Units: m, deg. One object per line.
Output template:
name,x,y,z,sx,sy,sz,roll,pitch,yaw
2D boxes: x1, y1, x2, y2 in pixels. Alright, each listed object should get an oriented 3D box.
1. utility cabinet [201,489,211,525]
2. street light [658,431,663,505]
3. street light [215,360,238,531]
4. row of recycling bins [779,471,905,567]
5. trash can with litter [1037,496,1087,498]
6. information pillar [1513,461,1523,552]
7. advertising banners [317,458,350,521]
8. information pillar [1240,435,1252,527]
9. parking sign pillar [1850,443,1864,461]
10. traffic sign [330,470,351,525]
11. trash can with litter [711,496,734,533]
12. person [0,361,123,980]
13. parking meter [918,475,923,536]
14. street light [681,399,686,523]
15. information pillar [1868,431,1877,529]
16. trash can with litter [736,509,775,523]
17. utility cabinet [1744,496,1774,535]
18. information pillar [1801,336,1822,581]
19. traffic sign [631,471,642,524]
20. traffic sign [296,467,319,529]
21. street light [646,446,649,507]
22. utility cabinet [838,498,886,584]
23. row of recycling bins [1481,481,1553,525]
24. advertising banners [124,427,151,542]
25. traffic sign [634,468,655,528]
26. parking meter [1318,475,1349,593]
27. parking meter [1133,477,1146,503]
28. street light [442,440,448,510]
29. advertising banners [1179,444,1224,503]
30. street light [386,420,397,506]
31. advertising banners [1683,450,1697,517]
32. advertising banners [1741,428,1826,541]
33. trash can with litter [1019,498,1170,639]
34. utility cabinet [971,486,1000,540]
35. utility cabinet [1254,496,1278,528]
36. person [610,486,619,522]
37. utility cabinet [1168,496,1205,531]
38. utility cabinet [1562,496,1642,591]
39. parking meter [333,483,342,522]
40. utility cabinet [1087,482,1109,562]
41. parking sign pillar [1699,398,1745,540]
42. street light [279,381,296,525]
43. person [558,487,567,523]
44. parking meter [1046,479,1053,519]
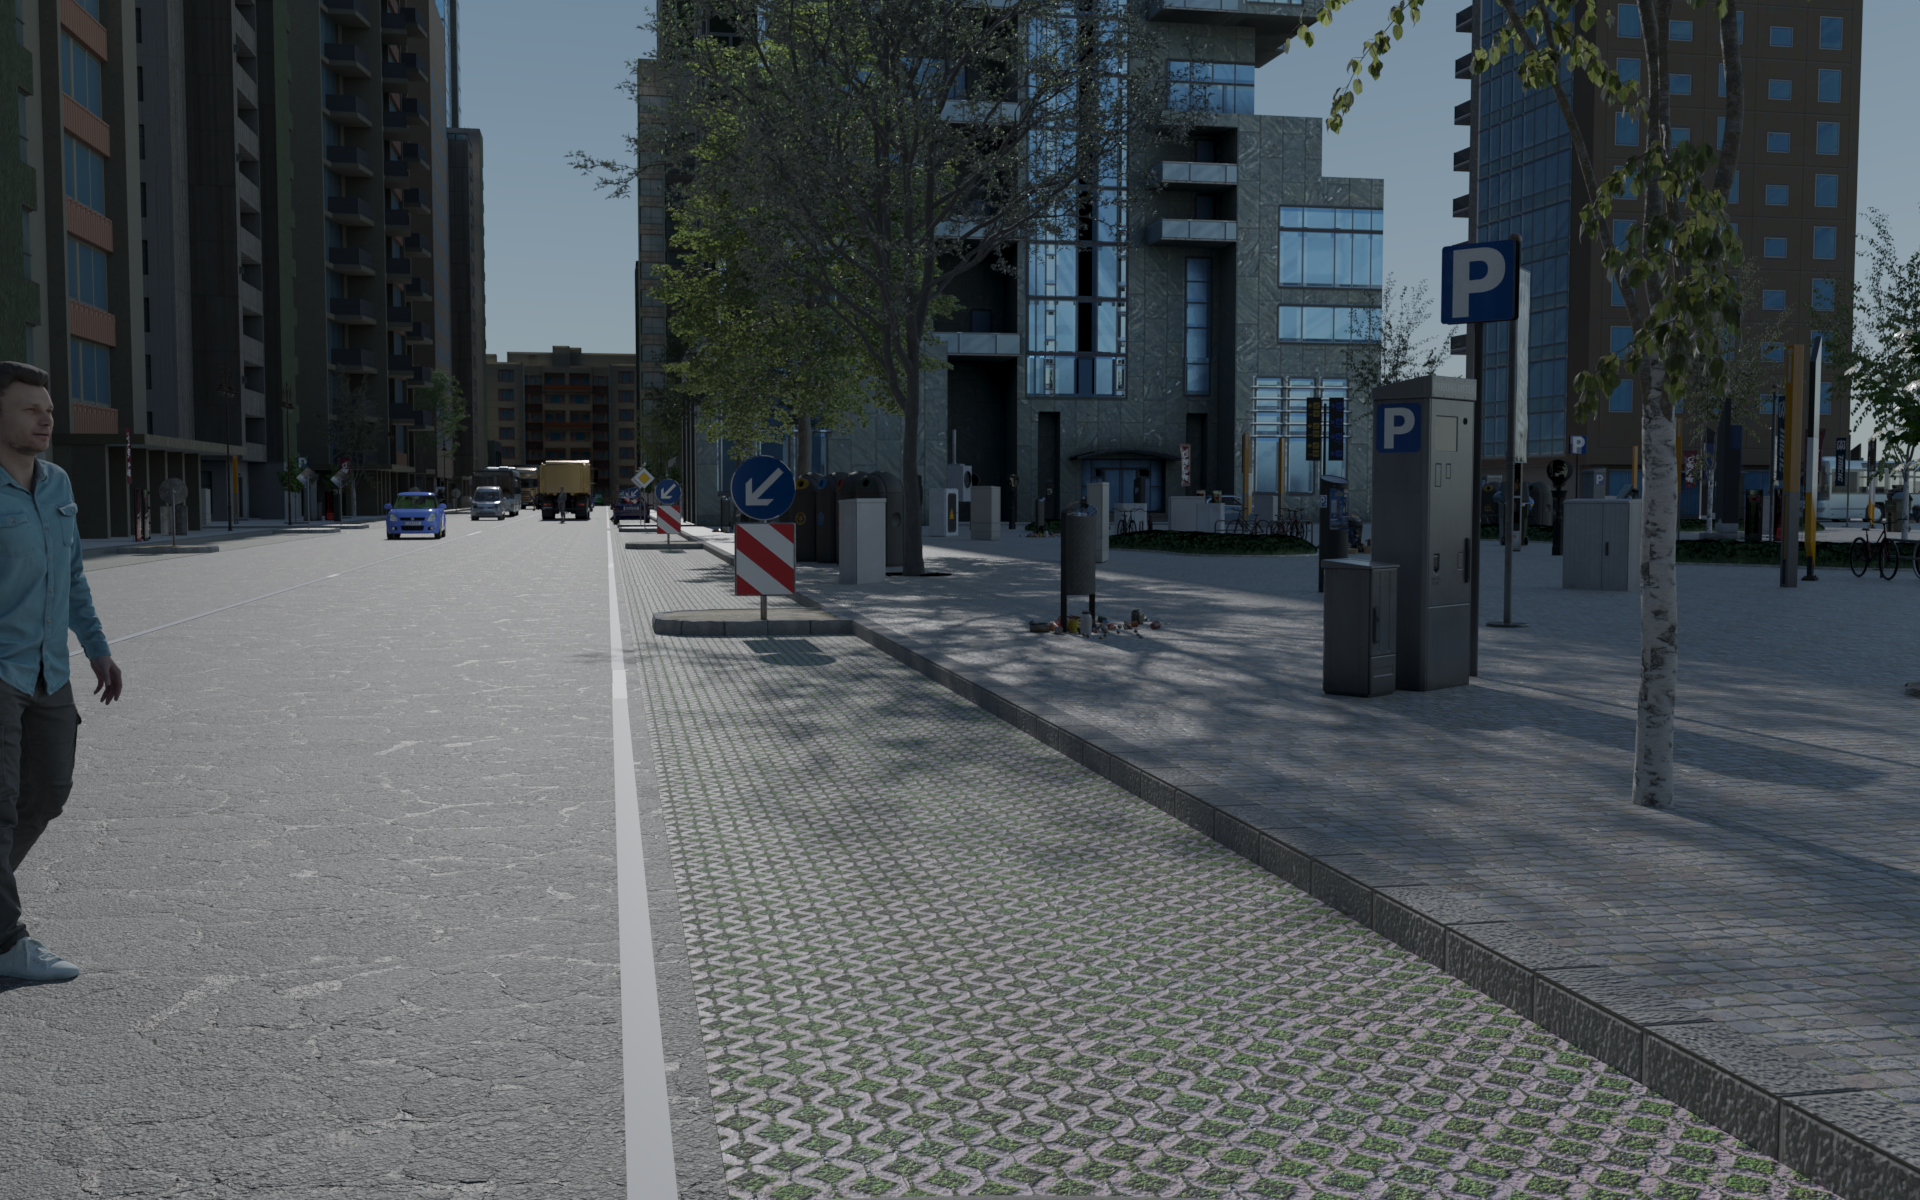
utility cabinet,-31.225,-3.799,70.784,1.173,1.500,0.318,1,4,13
street light,-19.404,-8.541,112.429,0.468,5.910,1.993,-1,4,-12
street light,-25.315,-5.328,59.895,0.468,5.910,1.993,-1,4,-12
row of recycling bins,-2.090,-1.520,31.961,1.069,1.692,3.534,-2,4,-31
trash can with litter,2.604,-2.495,51.856,1.678,1.210,2.233,1,4,20
information pillar,12.391,-2.094,38.734,0.304,2.012,0.304,1,4,11
advertising banners,-30.451,-5.344,83.568,2.074,3.025,0.090,0,4,-7
information pillar,11.318,-4.713,68.407,0.504,3.616,0.183,-2,4,-32
parking sign pillar,47.552,-6.363,92.501,1.447,3.967,1.447,-2,4,-26
traffic sign,-25.531,-4.146,71.426,0.795,2.450,0.064,-1,4,-12
trash can with litter,-7.636,-2.908,58.603,1.678,1.210,2.233,2,4,24
person,-2.909,0.200,5.247,0.620,1.820,0.660,1,4,9
parking meter,-1.202,-2.474,46.158,0.399,1.863,0.255,-1,4,-14
street light,-12.390,-6.415,77.672,0.468,5.910,1.993,-1,4,-12
information pillar,33.806,-4.453,64.164,0.183,3.616,0.504,1,4,12
trash can with litter,-4.445,-1.678,38.828,1.055,1.170,0.624,-3,4,-37
utility cabinet,25.508,-2.683,55.030,1.020,1.237,0.306,3,5,44
information pillar,12.580,-2.091,25.549,0.183,3.616,0.504,2,4,34
traffic sign,-13.627,-4.293,73.829,0.795,2.450,0.064,-1,4,-12
traffic sign,-23.932,-3.667,63.602,0.795,2.450,0.064,-1,4,-12
street light,-26.520,-10.662,147.104,0.468,5.910,1.993,-1,4,-12
utility cabinet,-1.414,-0.850,25.053,0.306,1.237,1.020,1,4,22
row of recycling bins,18.366,-3.060,57.152,1.069,1.692,3.534,-1,4,-13
advertising banners,-22.070,-3.075,46.460,0.090,3.025,2.074,-1,4,-10
traffic sign,-12.029,-3.814,66.005,0.795,2.450,0.064,-1,4,-12
parking meter,4.877,-0.868,22.607,0.372,1.533,0.369,0,3,0
parking meter,6.093,-3.249,58.830,0.255,1.863,0.399,-2,4,-33
street light,-41.839,-10.265,140.618,0.468,5.910,1.993,-1,4,-12
advertising banners,8.433,-3.936,60.546,2.074,3.025,0.090,-2,4,-33
street light,-34.731,-8.139,105.854,0.468,5.910,1.993,-1,4,-12
advertising banners,30.002,-4.470,69.273,2.074,3.025,0.090,1,4,22
advertising banners,22.270,-3.100,46.866,2.074,3.025,0.090,3,5,41
trash can with litter,1.424,-0.332,16.484,1.678,1.210,2.233,3,4,36
utility cabinet,0.717,-2.419,48.223,0.318,1.500,1.173,-2,4,-29
utility cabinet,11.744,-3.385,66.510,0.306,1.237,1.020,-2,4,-35
person,-17.249,-4.792,86.759,0.656,1.842,0.836,2,4,29
utility cabinet,6.512,-2.363,49.797,1.020,1.237,0.306,0,4,-7
utility cabinet,8.626,-0.743,23.316,0.306,1.237,1.020,-2,4,-34
parking meter,-28.894,-4.567,80.383,0.255,1.863,0.399,0,4,5
utility cabinet,2.587,-1.464,32.611,0.318,1.500,1.173,1,4,11
parking sign pillar,21.829,-3.716,49.226,1.447,3.967,1.447,1,4,15
street light,-27.604,-6.018,71.181,0.468,5.910,1.993,-1,4,-12
person,-19.794,-4.720,85.949,0.520,1.790,0.573,1,4,15
parking meter,3.534,-3.844,68.560,0.255,1.863,0.399,0,4,0
